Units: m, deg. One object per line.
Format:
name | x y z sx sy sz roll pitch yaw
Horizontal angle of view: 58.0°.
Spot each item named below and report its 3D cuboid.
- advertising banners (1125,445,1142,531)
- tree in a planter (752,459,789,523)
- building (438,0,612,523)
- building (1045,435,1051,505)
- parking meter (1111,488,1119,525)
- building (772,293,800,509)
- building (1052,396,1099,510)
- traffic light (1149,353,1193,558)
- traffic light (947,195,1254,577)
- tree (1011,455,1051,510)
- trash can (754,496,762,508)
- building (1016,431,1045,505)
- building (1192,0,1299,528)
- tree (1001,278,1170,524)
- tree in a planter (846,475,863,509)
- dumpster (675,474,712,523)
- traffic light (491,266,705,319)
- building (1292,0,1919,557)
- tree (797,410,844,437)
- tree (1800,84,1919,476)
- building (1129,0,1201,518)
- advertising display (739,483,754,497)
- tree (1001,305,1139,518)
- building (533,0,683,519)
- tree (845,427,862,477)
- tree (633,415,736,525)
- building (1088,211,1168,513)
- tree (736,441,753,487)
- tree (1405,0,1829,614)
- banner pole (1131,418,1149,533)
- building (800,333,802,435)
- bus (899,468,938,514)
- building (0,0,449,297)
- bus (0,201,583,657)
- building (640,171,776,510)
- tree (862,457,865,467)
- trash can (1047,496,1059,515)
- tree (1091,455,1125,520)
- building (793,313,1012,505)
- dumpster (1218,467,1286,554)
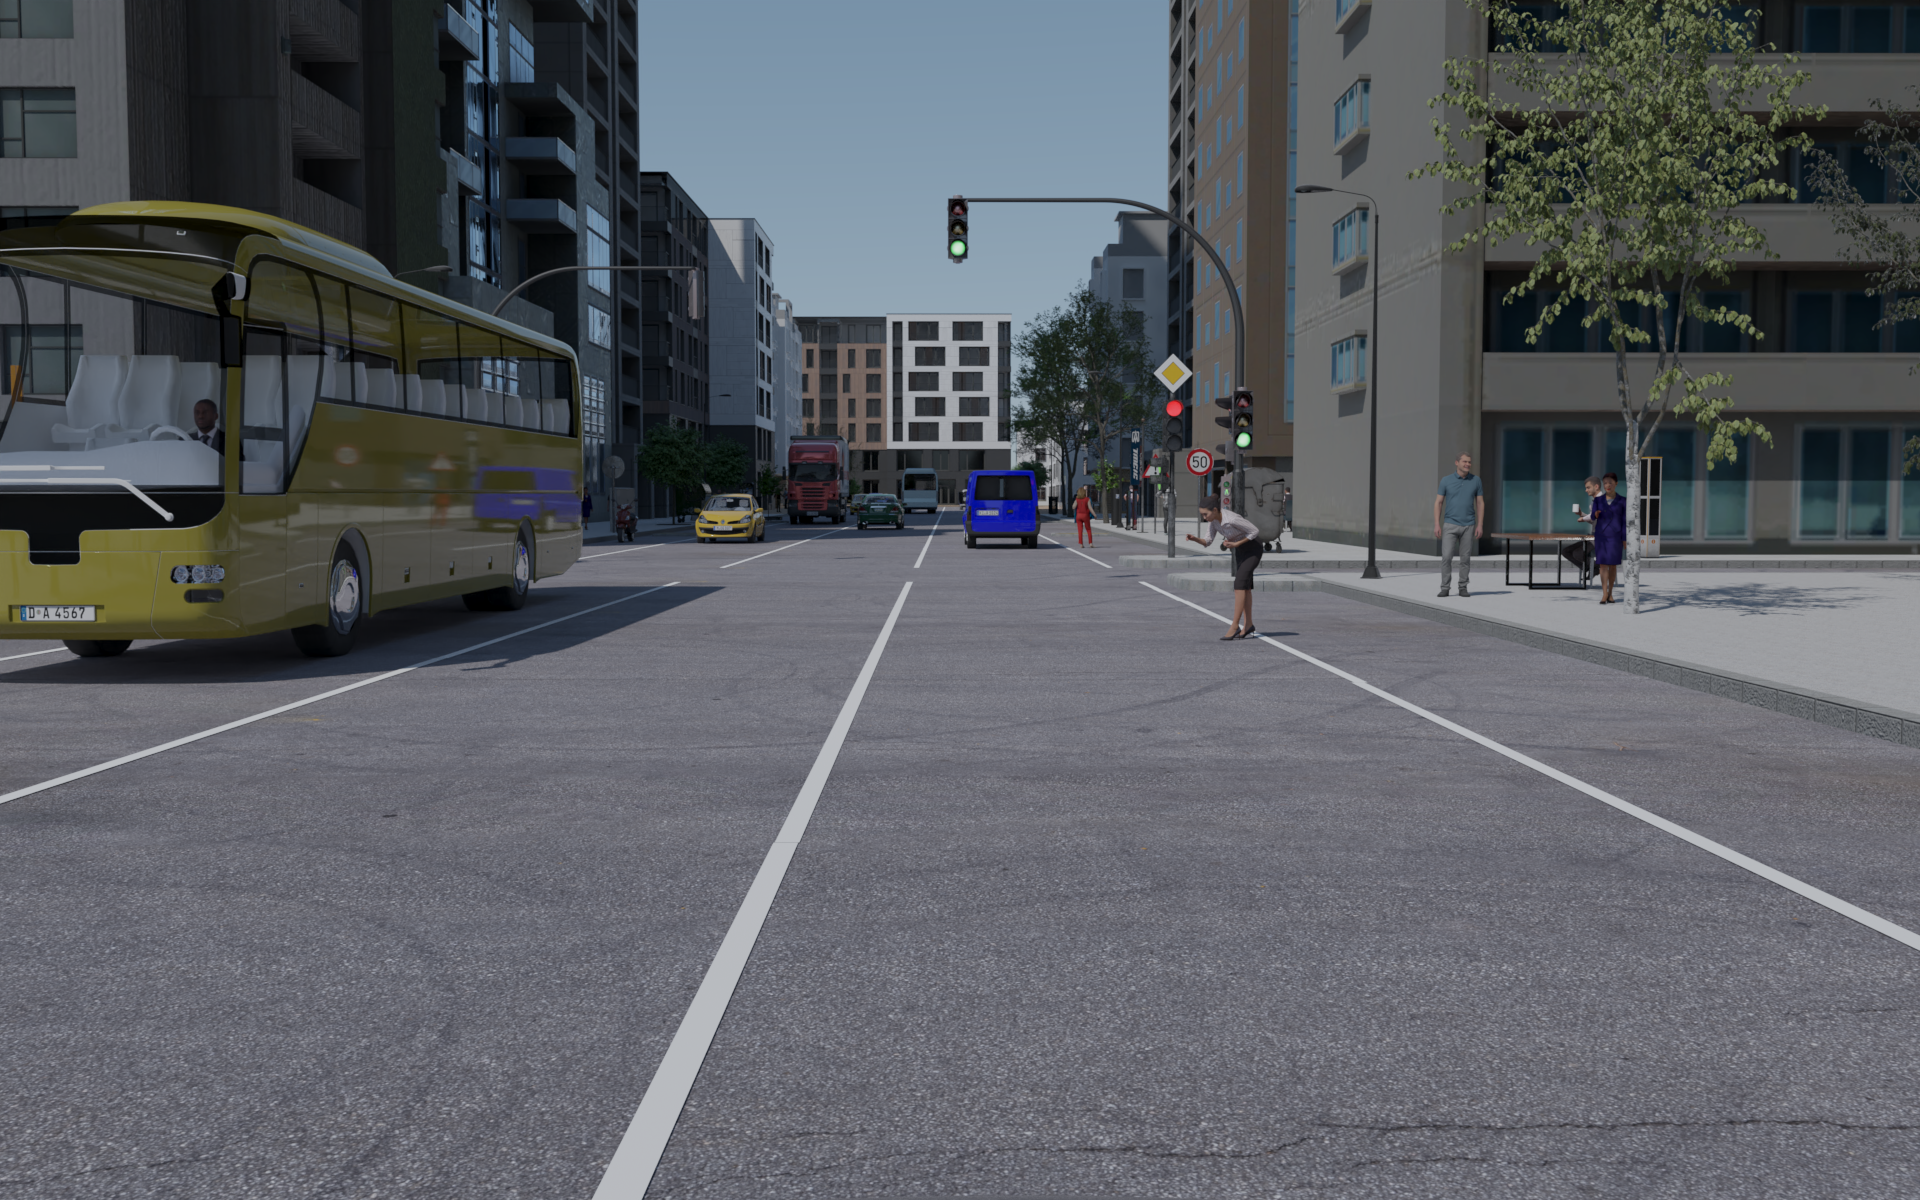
advertising banners | 6.209 -4.000 61.587 0.090 3.025 2.074 1 4 23
tree in a planter | -9.588 -5.463 86.540 1.991 3.239 1.994 0 4 0
building | -25.629 -45.972 64.308 22.319 86.520 31.000 0 4 0
building | 13.902 -13.913 169.626 9.099 9.664 28.070 0 4 0
parking meter | 6.382 -3.826 70.959 0.372 1.533 0.369 0 3 0
building | -23.637 -18.616 160.798 16.016 20.091 11.380 0 4 0
building | 13.068 -12.199 141.603 9.099 9.664 28.070 0 4 0
traffic light | 4.236 -2.803 34.743 0.839 4.253 0.868 0 4 0
traffic light | 2.186 -3.177 26.606 4.771 5.953 1.251 0 4 0
tree | 5.871 -9.697 142.266 4.285 4.588 4.351 0 3 0
trash can | -12.200 -5.639 103.853 0.748 1.137 0.748 0 3 0
building | 20.362 -15.845 201.216 28.070 9.664 9.099 0 4 0
building | 17.558 -25.740 70.962 14.600 45.320 14.200 0 4 0
tree | 6.045 -8.611 75.206 7.601 10.594 8.767 1 4 12
tree in a planter | -9.984 -10.167 163.444 1.991 3.239 1.994 0 4 0
dumpster | -11.989 -4.584 77.446 1.502 2.255 1.985 0 4 0
traffic light | -7.513 -3.672 34.701 4.771 5.953 1.251 0 4 0
building | 20.197 -25.746 44.657 21.600 48.544 21.300 0 4 0
tree | -12.443 -12.195 149.755 4.360 8.622 3.978 0 3 0
tree | 13.604 -4.417 22.585 4.360 8.622 3.978 0 3 0
building | 20.844 -40.202 95.548 20.563 71.187 20.611 0 4 0
advertising display | -12.181 -5.731 98.914 0.974 1.923 0.123 2 4 31
tree | 6.109 -10.312 94.354 9.928 11.665 9.643 0 3 0
building | -25.925 -39.958 91.557 20.563 71.187 20.611 0 4 0
tree | -13.225 -13.962 178.633 4.360 8.622 3.978 0 3 0
tree | -11.854 -5.382 71.704 4.285 4.588 4.351 0 3 0
building | 17.164 -16.220 121.617 16.016 20.091 11.380 0 4 0
tree | -12.503 -6.586 91.388 4.285 4.588 4.351 0 3 0
tree | 7.026 -4.145 18.133 4.737 8.622 4.395 0 3 0
banner pole | 5.928 -4.129 57.533 0.401 3.779 0.863 -2 4 -33
building | -21.911 -19.460 174.586 11.380 20.091 16.016 0 4 0
bus | -3.109 -8.284 130.299 2.948 3.499 13.247 0 4 -2
building | -22.004 -16.625 43.525 14.160 30.474 14.107 0 4 0
bus | -6.609 -1.647 18.479 2.896 3.916 12.252 0 4 0
building | -29.092 -17.262 126.204 27.936 21.610 32.646 0 4 0
tree | -12.398 -14.337 184.774 4.360 8.622 3.978 0 3 0
trash can | 5.852 -5.936 108.700 0.748 1.137 0.748 0 3 0
tree | 7.274 -5.534 85.088 1.663 3.219 1.824 0 3 0
building | -10.542 -22.376 209.814 32.646 21.610 27.936 0 4 0
dumpster | 6.424 -1.976 38.060 1.264 1.857 1.865 0 4 0
